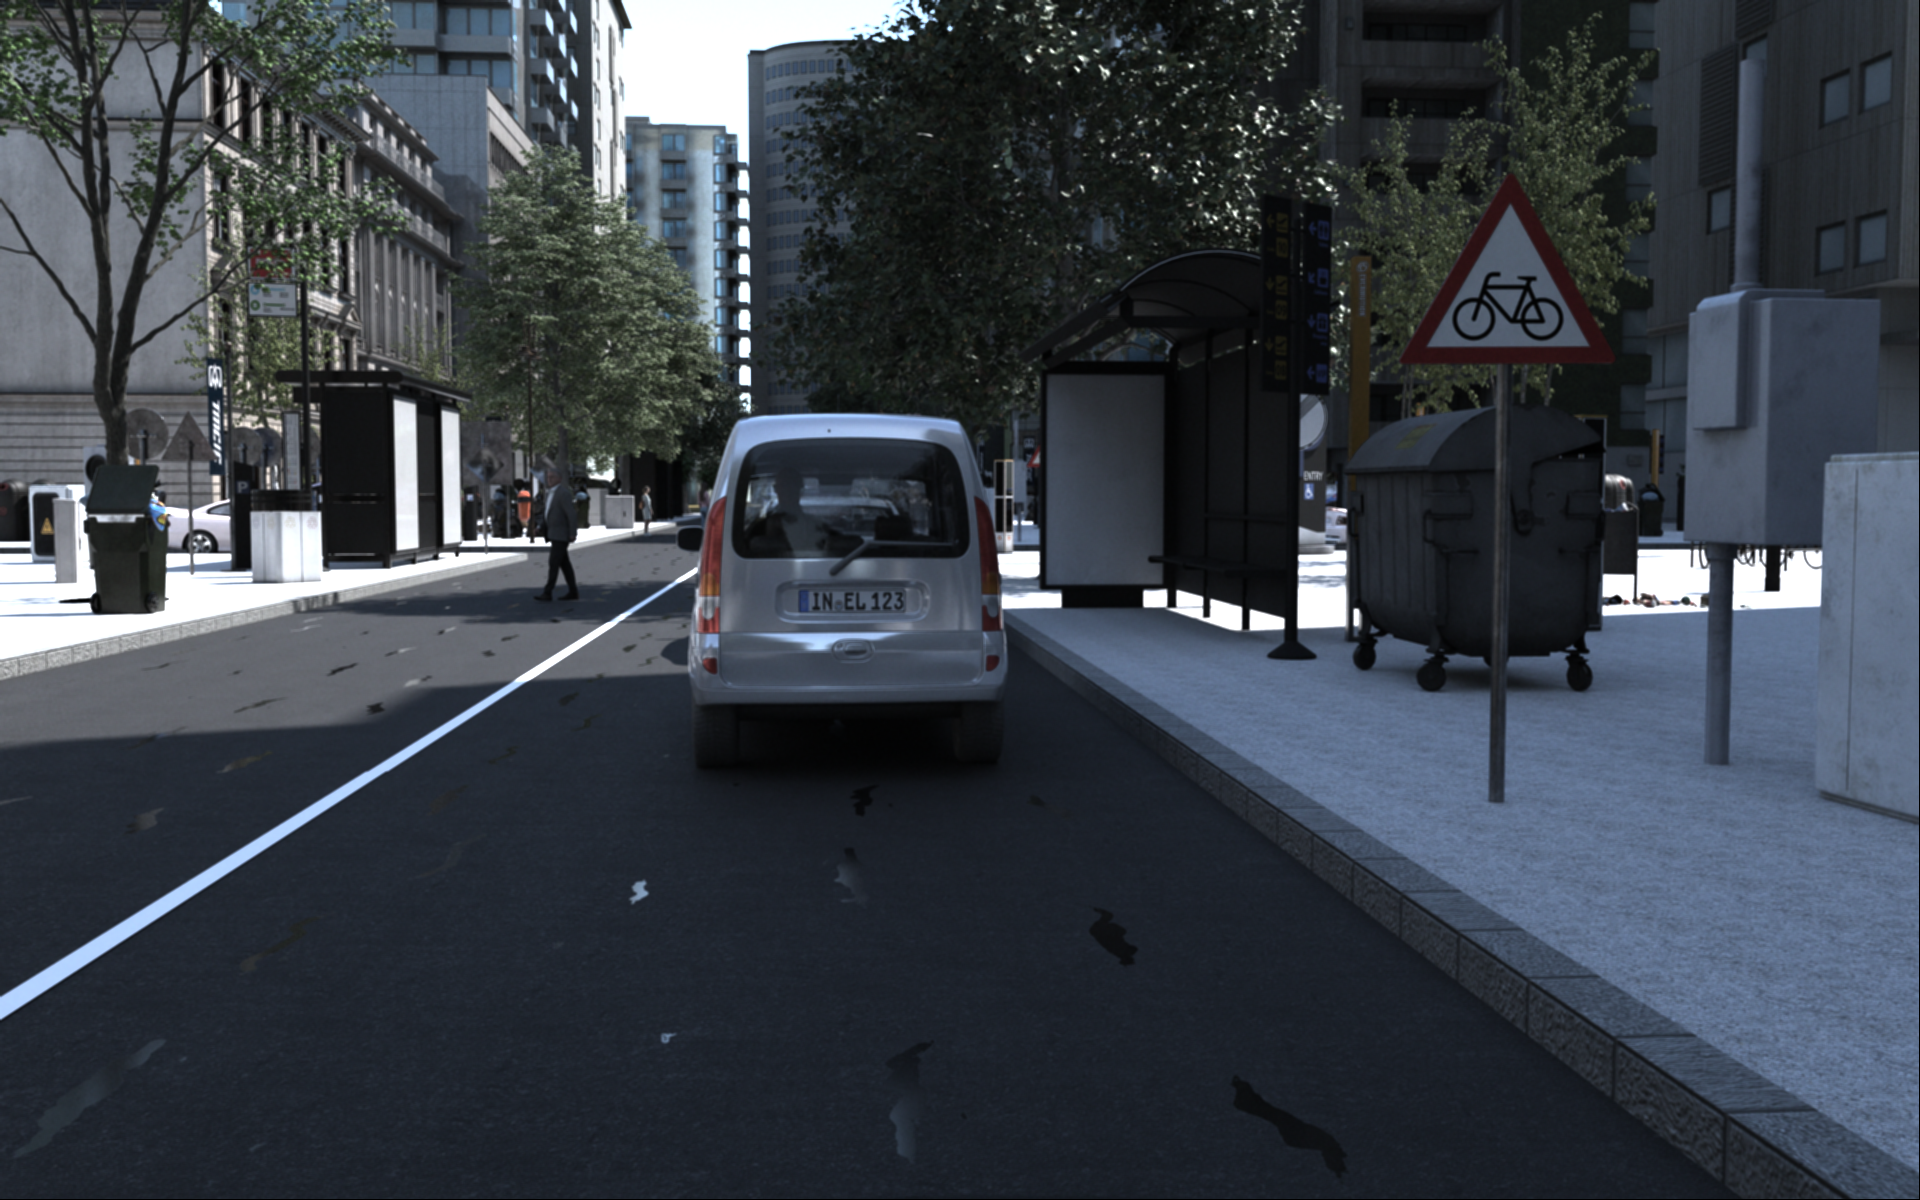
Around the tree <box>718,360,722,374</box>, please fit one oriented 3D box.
[{"bbox_3d":[-13.512,-9.414,72.039,7.486,12.596,7.792,0,3,0],"label":"tree"}]

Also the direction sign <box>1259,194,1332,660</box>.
[{"bbox_3d":[2.600,-1.313,13.464,0.876,3.537,0.379,-3,5,-43],"label":"direction sign"}]

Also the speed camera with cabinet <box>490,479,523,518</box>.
[{"bbox_3d":[-21.058,-5.243,80.057,0.660,3.252,2.038,0,4,8],"label":"speed camera with cabinet"}]

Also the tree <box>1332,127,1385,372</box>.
[{"bbox_3d":[8.903,-5.059,33.085,4.737,8.622,4.395,0,3,0],"label":"tree"}]

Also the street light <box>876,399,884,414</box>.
[{"bbox_3d":[-3.612,-6.401,77.440,0.468,5.910,1.993,0,4,-5],"label":"street light"}]

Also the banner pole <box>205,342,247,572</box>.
[{"bbox_3d":[-12.051,-2.342,28.312,0.401,3.779,0.863,0,4,8],"label":"banner pole"}]

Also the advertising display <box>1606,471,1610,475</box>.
[{"bbox_3d":[18.163,-2.709,49.499,0.123,1.923,0.974,-1,4,-22],"label":"advertising display"}]

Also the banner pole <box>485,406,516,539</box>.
[{"bbox_3d":[-13.101,-3.625,49.283,0.863,3.779,0.401,0,4,8],"label":"banner pole"}]

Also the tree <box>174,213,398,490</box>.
[{"bbox_3d":[-18.085,-5.810,45.357,4.737,8.622,4.395,0,3,0],"label":"tree"}]

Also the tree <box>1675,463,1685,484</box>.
[{"bbox_3d":[26.094,-4.043,60.706,1.663,3.219,1.824,0,3,0],"label":"tree"}]

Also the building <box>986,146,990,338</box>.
[{"bbox_3d":[5.581,-30.281,178.696,14.154,41.232,14.086,0,4,-5],"label":"building"}]

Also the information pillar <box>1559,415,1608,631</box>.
[{"bbox_3d":[5.829,-0.719,16.256,0.304,2.012,0.304,-1,4,-22],"label":"information pillar"}]

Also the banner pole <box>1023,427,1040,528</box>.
[{"bbox_3d":[2.739,-4.586,64.996,0.863,3.779,0.401,2,4,24],"label":"banner pole"}]

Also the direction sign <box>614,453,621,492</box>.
[{"bbox_3d":[-18.778,-6.305,95.079,0.379,3.537,0.876,-2,4,-33],"label":"direction sign"}]

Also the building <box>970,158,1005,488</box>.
[{"bbox_3d":[12.228,-51.536,155.285,22.319,86.520,31.000,0,4,-5],"label":"building"}]

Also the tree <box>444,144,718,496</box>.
[{"bbox_3d":[-13.522,-8.504,57.163,7.486,12.596,7.792,0,3,0],"label":"tree"}]

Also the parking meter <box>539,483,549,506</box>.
[{"bbox_3d":[-18.774,-4.437,78.257,0.255,1.863,0.399,3,4,37],"label":"parking meter"}]

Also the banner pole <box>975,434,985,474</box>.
[{"bbox_3d":[0.692,-4.361,61.327,0.401,3.779,0.863,2,4,28],"label":"banner pole"}]

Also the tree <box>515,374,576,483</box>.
[{"bbox_3d":[-23.712,-9.189,100.597,4.360,8.622,3.978,0,3,0],"label":"tree"}]

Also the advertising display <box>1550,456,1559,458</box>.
[{"bbox_3d":[7.772,-1.128,23.660,0.974,1.923,0.123,-1,4,-12],"label":"advertising display"}]

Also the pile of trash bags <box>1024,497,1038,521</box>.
[{"bbox_3d":[4.508,-4.357,80.987,1.912,1.369,3.447,-2,4,-30],"label":"pile of trash bags"}]

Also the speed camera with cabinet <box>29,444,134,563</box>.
[{"bbox_3d":[-16.395,-2.321,32.286,2.038,3.252,0.660,1,4,20],"label":"speed camera with cabinet"}]

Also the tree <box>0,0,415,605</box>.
[{"bbox_3d":[-9.900,-5.773,20.139,9.928,11.665,9.643,0,3,0],"label":"tree"}]

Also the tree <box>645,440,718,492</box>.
[{"bbox_3d":[-16.968,-7.138,100.420,4.285,4.588,4.351,0,3,0],"label":"tree"}]

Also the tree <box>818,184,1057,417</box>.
[{"bbox_3d":[-0.384,-7.904,54.991,9.928,11.665,9.643,0,3,0],"label":"tree"}]

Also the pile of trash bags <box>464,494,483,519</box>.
[{"bbox_3d":[-25.042,-4.824,88.632,1.912,1.369,3.447,0,4,-8],"label":"pile of trash bags"}]

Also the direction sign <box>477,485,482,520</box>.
[{"bbox_3d":[-23.509,-5.651,84.396,0.379,3.537,0.876,3,4,39],"label":"direction sign"}]

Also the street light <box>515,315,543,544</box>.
[{"bbox_3d":[-11.097,-4.402,44.760,0.468,5.910,1.993,0,4,-5],"label":"street light"}]

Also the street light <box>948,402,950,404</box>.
[{"bbox_3d":[-0.212,-3.879,36.212,0.468,5.910,1.993,0,4,-5],"label":"street light"}]

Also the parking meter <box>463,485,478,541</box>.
[{"bbox_3d":[-13.340,-2.370,47.165,0.372,1.533,0.369,0,3,0],"label":"parking meter"}]

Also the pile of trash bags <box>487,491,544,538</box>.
[{"bbox_3d":[-13.191,-2.597,52.218,1.912,1.369,3.447,-1,4,-13],"label":"pile of trash bags"}]

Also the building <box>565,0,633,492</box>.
[{"bbox_3d":[-46.631,-35.316,166.657,27.495,52.752,28.713,0,4,-5],"label":"building"}]

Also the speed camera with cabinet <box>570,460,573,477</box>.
[{"bbox_3d":[-20.559,-5.991,92.287,0.660,3.252,2.038,1,4,13],"label":"speed camera with cabinet"}]

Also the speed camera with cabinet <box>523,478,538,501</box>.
[{"bbox_3d":[-24.668,-6.283,97.071,2.038,3.252,0.660,1,4,22],"label":"speed camera with cabinet"}]

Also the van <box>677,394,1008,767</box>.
[{"bbox_3d":[-0.739,-0.216,10.536,2.013,2.044,4.112,0,4,-6],"label":"van"}]

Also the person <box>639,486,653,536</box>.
[{"bbox_3d":[-10.806,-3.071,59.708,0.522,1.701,0.512,-2,4,-35],"label":"person"}]

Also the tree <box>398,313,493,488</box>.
[{"bbox_3d":[-21.360,-7.397,71.301,4.737,8.622,4.395,0,3,0],"label":"tree"}]

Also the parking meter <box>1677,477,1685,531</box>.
[{"bbox_3d":[25.072,-3.328,60.124,0.255,1.863,0.399,1,4,9],"label":"parking meter"}]

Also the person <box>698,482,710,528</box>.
[{"bbox_3d":[-8.163,-2.883,55.649,0.555,1.821,0.388,2,4,26],"label":"person"}]

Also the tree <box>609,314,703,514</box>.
[{"bbox_3d":[-17.691,-11.835,110.512,9.611,12.733,9.660,0,3,0],"label":"tree"}]

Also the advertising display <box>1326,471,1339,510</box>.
[{"bbox_3d":[10.091,-2.641,48.387,0.974,1.923,0.123,2,4,24],"label":"advertising display"}]

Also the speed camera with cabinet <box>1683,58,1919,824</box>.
[{"bbox_3d":[3.892,-0.796,7.345,0.660,3.252,2.038,0,4,-8],"label":"speed camera with cabinet"}]

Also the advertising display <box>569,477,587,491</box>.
[{"bbox_3d":[-14.463,-3.648,64.866,0.974,1.923,0.123,-2,4,-32],"label":"advertising display"}]

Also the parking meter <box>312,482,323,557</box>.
[{"bbox_3d":[-13.123,-1.650,35.389,0.372,1.533,0.369,0,3,0],"label":"parking meter"}]

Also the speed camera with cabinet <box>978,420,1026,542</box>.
[{"bbox_3d":[0.940,-3.225,47.062,0.660,3.252,2.038,-3,4,-38],"label":"speed camera with cabinet"}]

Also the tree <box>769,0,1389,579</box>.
[{"bbox_3d":[1.531,-6.660,25.896,9.611,12.733,9.660,0,3,0],"label":"tree"}]

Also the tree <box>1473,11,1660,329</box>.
[{"bbox_3d":[8.997,-4.706,27.307,4.737,8.622,4.395,0,3,0],"label":"tree"}]

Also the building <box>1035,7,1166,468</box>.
[{"bbox_3d":[17.257,-29.738,105.823,23.786,49.044,30.456,0,4,-5],"label":"building"}]

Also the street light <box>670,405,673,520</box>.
[{"bbox_3d":[-14.547,-6.991,87.090,0.468,5.910,1.993,0,4,-5],"label":"street light"}]

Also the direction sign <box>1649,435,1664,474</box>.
[{"bbox_3d":[26.645,-4.563,66.602,0.876,3.537,0.379,-1,4,-12],"label":"direction sign"}]

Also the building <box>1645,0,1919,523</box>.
[{"bbox_3d":[43.944,-29.565,72.623,27.495,52.752,28.713,0,4,-5],"label":"building"}]

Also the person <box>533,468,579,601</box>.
[{"bbox_3d":[-5.449,-0.875,23.197,0.661,1.777,0.834,3,5,40],"label":"person"}]

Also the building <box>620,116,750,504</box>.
[{"bbox_3d":[-42.283,-36.837,221.898,30.456,49.044,23.786,0,4,-5],"label":"building"}]

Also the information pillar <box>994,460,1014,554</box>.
[{"bbox_3d":[0.945,-2.010,37.353,0.304,2.012,0.304,3,5,40],"label":"information pillar"}]

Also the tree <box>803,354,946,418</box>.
[{"bbox_3d":[-4.591,-11.619,96.627,9.857,13.997,8.962,0,3,0],"label":"tree"}]

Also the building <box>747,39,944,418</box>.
[{"bbox_3d":[-12.924,-41.673,223.347,28.212,58.520,21.231,0,4,-5],"label":"building"}]

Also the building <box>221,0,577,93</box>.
[{"bbox_3d":[-41.377,-31.326,131.792,23.786,49.044,30.456,0,4,-5],"label":"building"}]

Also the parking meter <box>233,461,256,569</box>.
[{"bbox_3d":[-12.321,-1.471,29.759,0.399,1.863,0.255,-2,4,-31],"label":"parking meter"}]
